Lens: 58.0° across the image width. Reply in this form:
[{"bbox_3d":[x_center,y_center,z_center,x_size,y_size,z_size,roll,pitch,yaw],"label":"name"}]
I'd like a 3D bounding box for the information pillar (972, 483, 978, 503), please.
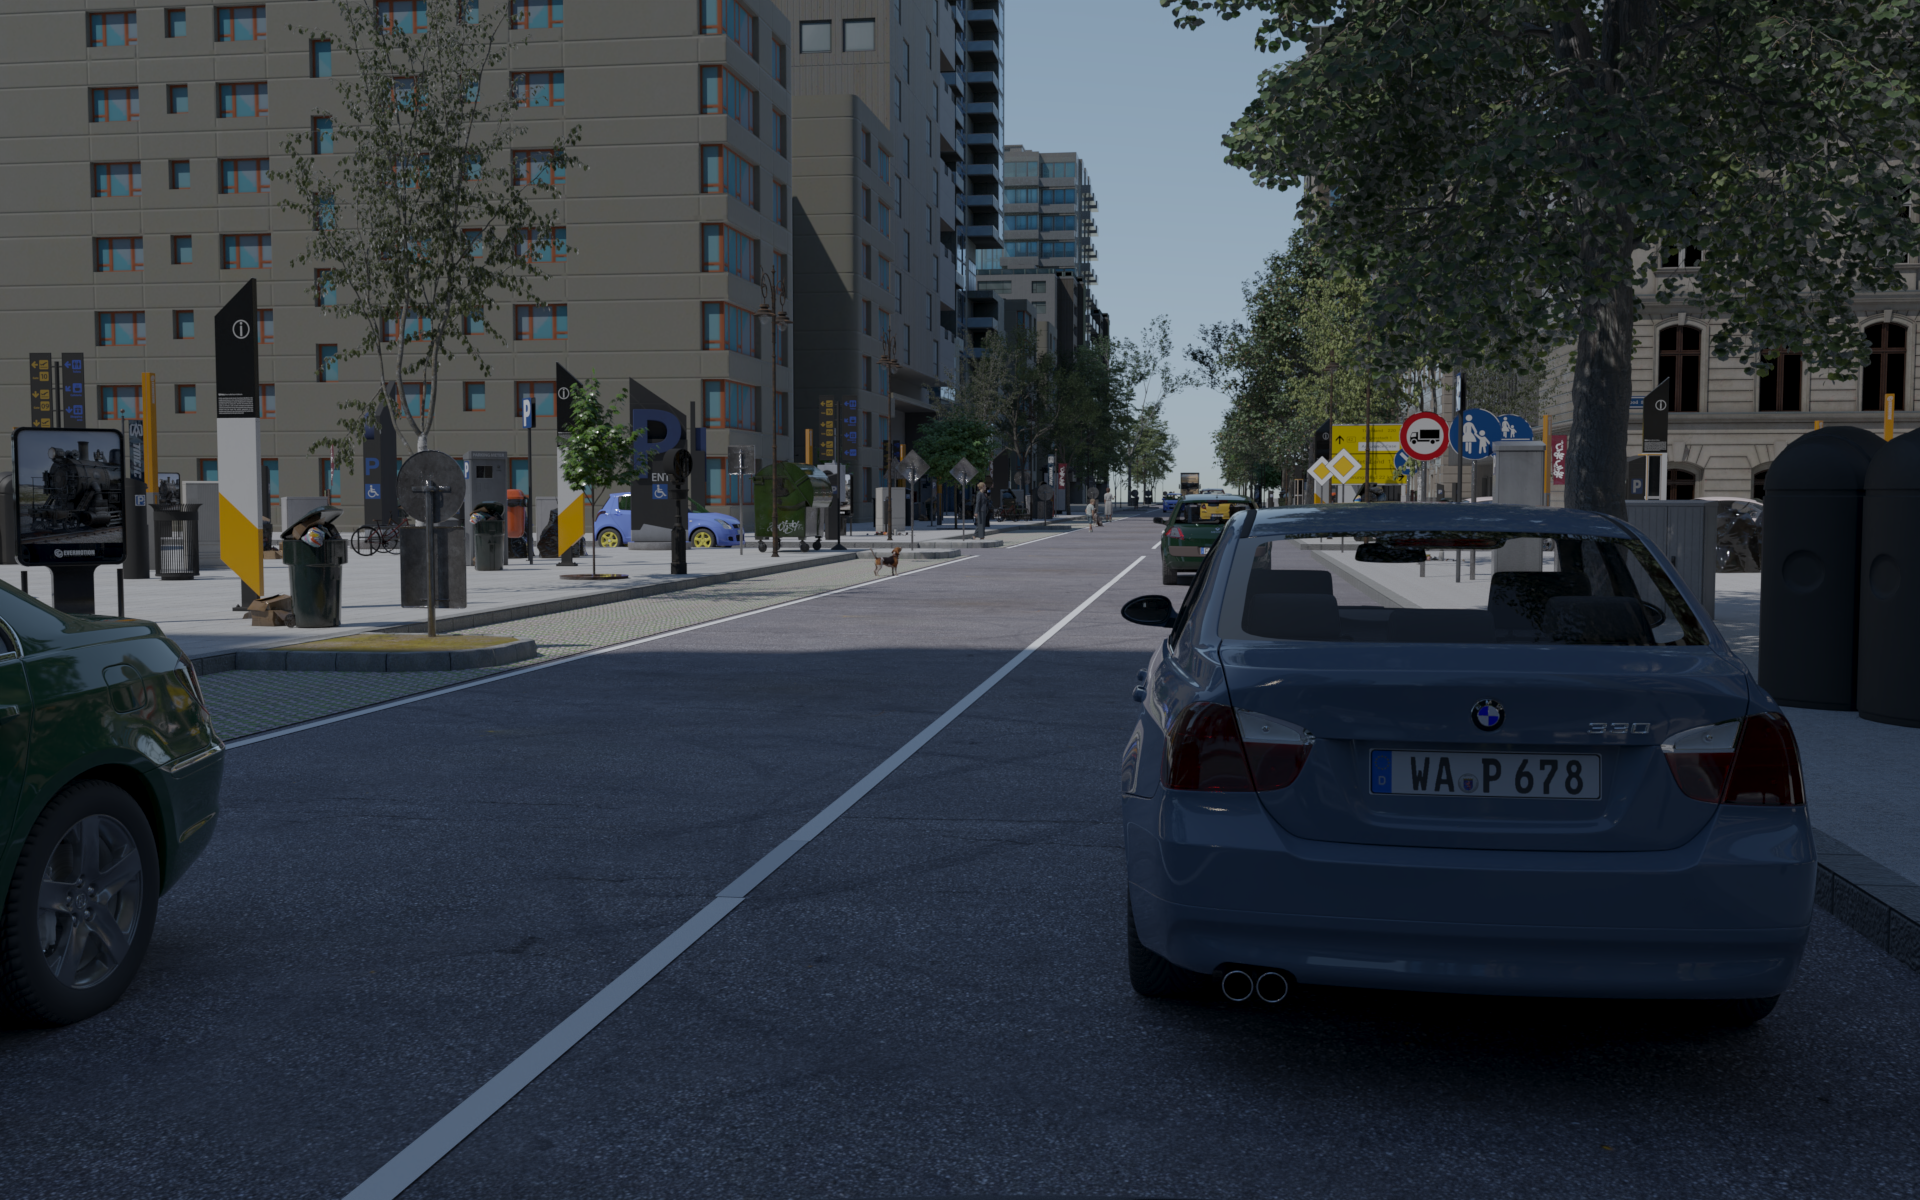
[{"bbox_3d":[0.943,-6.431,109.640,0.304,2.012,0.304,-3,5,-44],"label":"information pillar"}]

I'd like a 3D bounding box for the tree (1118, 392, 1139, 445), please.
[{"bbox_3d":[6.615,-10.445,105.186,8.767,10.594,7.601,0,4,-2],"label":"tree"}]

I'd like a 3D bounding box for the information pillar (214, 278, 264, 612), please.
[{"bbox_3d":[-7.854,-1.685,18.902,0.504,3.616,0.183,1,4,12],"label":"information pillar"}]

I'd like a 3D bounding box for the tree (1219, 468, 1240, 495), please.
[{"bbox_3d":[43.986,-21.530,270.140,7.486,12.596,7.792,0,3,0],"label":"tree"}]

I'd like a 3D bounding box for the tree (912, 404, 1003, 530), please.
[{"bbox_3d":[-0.076,-4.847,62.969,4.285,4.588,4.351,0,3,0],"label":"tree"}]

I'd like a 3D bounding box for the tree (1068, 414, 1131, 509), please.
[{"bbox_3d":[10.777,-11.591,139.882,4.737,8.622,4.395,0,3,0],"label":"tree"}]

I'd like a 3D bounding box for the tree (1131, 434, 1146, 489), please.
[{"bbox_3d":[13.829,-12.325,151.880,4.737,8.622,4.395,0,3,0],"label":"tree"}]

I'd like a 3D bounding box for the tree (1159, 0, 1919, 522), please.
[{"bbox_3d":[5.375,-6.589,14.386,9.857,13.997,8.962,0,3,0],"label":"tree"}]

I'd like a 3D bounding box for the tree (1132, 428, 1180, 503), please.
[{"bbox_3d":[29.346,-20.649,263.368,9.928,11.665,9.643,0,3,0],"label":"tree"}]

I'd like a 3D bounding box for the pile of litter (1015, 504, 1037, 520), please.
[{"bbox_3d":[3.083,-4.455,86.804,1.719,0.858,1.176,-1,4,-13],"label":"pile of litter"}]

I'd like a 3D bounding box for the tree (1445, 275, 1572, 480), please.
[{"bbox_3d":[17.197,-6.393,54.881,4.360,8.622,3.978,0,3,0],"label":"tree"}]

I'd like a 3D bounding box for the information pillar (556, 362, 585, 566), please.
[{"bbox_3d":[-6.904,-2.404,30.662,0.504,3.616,0.183,1,4,10],"label":"information pillar"}]

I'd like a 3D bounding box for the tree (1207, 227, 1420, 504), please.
[{"bbox_3d":[15.069,-9.565,73.401,9.611,12.733,9.660,0,3,0],"label":"tree"}]

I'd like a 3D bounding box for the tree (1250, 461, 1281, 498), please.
[{"bbox_3d":[23.523,-8.987,130.643,4.285,4.588,4.351,0,3,0],"label":"tree"}]

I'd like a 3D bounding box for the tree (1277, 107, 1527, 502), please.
[{"bbox_3d":[8.122,-4.944,31.190,4.737,8.622,4.395,0,3,0],"label":"tree"}]

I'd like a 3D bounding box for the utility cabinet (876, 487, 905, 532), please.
[{"bbox_3d":[-2.328,-3.009,57.872,0.318,1.500,1.173,3,4,38],"label":"utility cabinet"}]

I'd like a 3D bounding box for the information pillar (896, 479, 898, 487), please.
[{"bbox_3d":[-2.925,-4.763,82.362,0.304,2.012,0.304,1,4,16],"label":"information pillar"}]

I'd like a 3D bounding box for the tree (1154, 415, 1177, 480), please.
[{"bbox_3d":[23.677,-18.501,220.622,7.486,12.596,7.792,0,3,0],"label":"tree"}]

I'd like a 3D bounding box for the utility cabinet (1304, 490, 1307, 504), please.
[{"bbox_3d":[19.750,-5.427,97.408,0.318,1.500,1.173,3,4,37],"label":"utility cabinet"}]

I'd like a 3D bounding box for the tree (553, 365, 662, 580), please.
[{"bbox_3d":[-5.557,-1.924,26.065,1.663,3.219,1.824,0,3,0],"label":"tree"}]

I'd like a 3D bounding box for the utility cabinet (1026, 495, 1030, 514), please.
[{"bbox_3d":[4.061,-5.137,95.153,1.020,1.237,0.306,-2,4,-25],"label":"utility cabinet"}]

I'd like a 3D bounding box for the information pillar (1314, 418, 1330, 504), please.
[{"bbox_3d":[11.192,-3.799,53.468,0.504,3.616,0.183,-1,4,-17],"label":"information pillar"}]

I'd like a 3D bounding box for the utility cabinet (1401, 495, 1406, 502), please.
[{"bbox_3d":[21.085,-4.342,82.159,0.306,1.237,1.020,-2,4,-27],"label":"utility cabinet"}]

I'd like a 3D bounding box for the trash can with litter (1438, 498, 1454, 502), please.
[{"bbox_3d":[13.545,-2.303,49.038,0.624,1.170,1.055,-1,4,-11],"label":"trash can with litter"}]

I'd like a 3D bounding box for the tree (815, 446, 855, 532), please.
[{"bbox_3d":[-4.600,-3.965,59.433,1.663,3.219,1.824,0,3,0],"label":"tree"}]

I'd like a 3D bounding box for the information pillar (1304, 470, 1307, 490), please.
[{"bbox_3d":[23.788,-7.850,119.703,0.183,3.616,0.504,-2,4,-27],"label":"information pillar"}]

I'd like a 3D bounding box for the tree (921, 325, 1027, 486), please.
[{"bbox_3d":[0.767,-7.631,75.135,4.360,8.622,3.978,0,3,0],"label":"tree"}]

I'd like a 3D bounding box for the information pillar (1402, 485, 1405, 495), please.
[{"bbox_3d":[21.993,-5.781,85.876,0.183,3.616,0.504,0,4,3],"label":"information pillar"}]

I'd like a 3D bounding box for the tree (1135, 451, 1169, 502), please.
[{"bbox_3d":[30.655,-19.594,270.718,4.360,8.622,3.978,0,3,0],"label":"tree"}]

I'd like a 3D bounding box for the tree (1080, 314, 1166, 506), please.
[{"bbox_3d":[19.083,-19.936,181.835,12.611,20.169,13.585,0,3,0],"label":"tree"}]

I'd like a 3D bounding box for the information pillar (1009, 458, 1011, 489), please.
[{"bbox_3d":[3.228,-7.404,112.408,0.183,3.616,0.504,1,4,8],"label":"information pillar"}]

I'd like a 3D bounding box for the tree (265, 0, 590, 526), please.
[{"bbox_3d":[-6.874,-4.388,22.105,4.360,8.622,3.978,0,3,0],"label":"tree"}]

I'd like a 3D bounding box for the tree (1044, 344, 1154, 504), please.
[{"bbox_3d":[9.954,-13.055,131.575,7.486,12.596,7.792,0,3,0],"label":"tree"}]

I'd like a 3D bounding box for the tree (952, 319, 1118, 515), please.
[{"bbox_3d":[3.492,-9.602,91.405,8.767,10.594,7.601,1,4,10],"label":"tree"}]

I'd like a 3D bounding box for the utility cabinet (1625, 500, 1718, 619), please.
[{"bbox_3d":[7.303,-0.419,18.016,0.306,1.237,1.020,-3,5,-40],"label":"utility cabinet"}]

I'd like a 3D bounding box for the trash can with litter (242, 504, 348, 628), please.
[{"bbox_3d":[-6.456,-0.327,16.727,1.055,1.170,0.624,1,4,18],"label":"trash can with litter"}]

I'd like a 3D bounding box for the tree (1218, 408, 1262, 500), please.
[{"bbox_3d":[31.493,-15.864,185.128,9.928,11.665,9.643,0,3,0],"label":"tree"}]

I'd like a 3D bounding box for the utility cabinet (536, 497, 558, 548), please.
[{"bbox_3d":[-9.478,-1.818,40.880,1.020,1.237,0.306,-1,4,-15],"label":"utility cabinet"}]

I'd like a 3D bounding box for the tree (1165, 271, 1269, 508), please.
[{"bbox_3d":[25.076,-17.978,149.832,12.611,20.169,13.585,0,3,0],"label":"tree"}]

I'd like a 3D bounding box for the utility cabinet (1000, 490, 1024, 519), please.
[{"bbox_3d":[2.660,-4.885,88.540,1.173,1.500,0.318,0,4,1],"label":"utility cabinet"}]

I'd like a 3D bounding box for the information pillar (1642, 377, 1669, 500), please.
[{"bbox_3d":[14.003,-2.663,34.897,0.504,3.616,0.183,1,4,8],"label":"information pillar"}]

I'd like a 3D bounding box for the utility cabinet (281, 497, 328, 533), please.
[{"bbox_3d":[-15.475,-1.820,40.913,0.306,1.237,1.020,3,5,42],"label":"utility cabinet"}]

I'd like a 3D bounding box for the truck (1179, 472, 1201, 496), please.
[{"bbox_3d":[30.106,-14.549,226.787,2.839,4.237,11.283,0,4,8],"label":"truck"}]

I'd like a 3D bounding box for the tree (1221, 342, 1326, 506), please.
[{"bbox_3d":[19.407,-10.420,104.784,8.767,10.594,7.601,3,4,37],"label":"tree"}]

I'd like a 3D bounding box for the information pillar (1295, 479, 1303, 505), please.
[{"bbox_3d":[16.786,-4.975,85.828,0.304,2.012,0.304,-1,4,-19],"label":"information pillar"}]

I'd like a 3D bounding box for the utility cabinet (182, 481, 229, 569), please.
[{"bbox_3d":[-12.621,-1.281,29.622,1.173,1.500,0.318,-2,4,-35],"label":"utility cabinet"}]

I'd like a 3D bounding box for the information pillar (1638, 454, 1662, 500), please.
[{"bbox_3d":[12.657,-1.672,31.824,0.304,2.012,0.304,-1,4,-11],"label":"information pillar"}]

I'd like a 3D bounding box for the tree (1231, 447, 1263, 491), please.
[{"bbox_3d":[23.955,-11.612,140.222,4.360,8.622,3.978,0,3,0],"label":"tree"}]

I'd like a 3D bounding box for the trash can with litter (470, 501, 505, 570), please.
[{"bbox_3d":[-8.035,-1.089,29.198,0.624,1.170,1.055,-2,4,-26],"label":"trash can with litter"}]
